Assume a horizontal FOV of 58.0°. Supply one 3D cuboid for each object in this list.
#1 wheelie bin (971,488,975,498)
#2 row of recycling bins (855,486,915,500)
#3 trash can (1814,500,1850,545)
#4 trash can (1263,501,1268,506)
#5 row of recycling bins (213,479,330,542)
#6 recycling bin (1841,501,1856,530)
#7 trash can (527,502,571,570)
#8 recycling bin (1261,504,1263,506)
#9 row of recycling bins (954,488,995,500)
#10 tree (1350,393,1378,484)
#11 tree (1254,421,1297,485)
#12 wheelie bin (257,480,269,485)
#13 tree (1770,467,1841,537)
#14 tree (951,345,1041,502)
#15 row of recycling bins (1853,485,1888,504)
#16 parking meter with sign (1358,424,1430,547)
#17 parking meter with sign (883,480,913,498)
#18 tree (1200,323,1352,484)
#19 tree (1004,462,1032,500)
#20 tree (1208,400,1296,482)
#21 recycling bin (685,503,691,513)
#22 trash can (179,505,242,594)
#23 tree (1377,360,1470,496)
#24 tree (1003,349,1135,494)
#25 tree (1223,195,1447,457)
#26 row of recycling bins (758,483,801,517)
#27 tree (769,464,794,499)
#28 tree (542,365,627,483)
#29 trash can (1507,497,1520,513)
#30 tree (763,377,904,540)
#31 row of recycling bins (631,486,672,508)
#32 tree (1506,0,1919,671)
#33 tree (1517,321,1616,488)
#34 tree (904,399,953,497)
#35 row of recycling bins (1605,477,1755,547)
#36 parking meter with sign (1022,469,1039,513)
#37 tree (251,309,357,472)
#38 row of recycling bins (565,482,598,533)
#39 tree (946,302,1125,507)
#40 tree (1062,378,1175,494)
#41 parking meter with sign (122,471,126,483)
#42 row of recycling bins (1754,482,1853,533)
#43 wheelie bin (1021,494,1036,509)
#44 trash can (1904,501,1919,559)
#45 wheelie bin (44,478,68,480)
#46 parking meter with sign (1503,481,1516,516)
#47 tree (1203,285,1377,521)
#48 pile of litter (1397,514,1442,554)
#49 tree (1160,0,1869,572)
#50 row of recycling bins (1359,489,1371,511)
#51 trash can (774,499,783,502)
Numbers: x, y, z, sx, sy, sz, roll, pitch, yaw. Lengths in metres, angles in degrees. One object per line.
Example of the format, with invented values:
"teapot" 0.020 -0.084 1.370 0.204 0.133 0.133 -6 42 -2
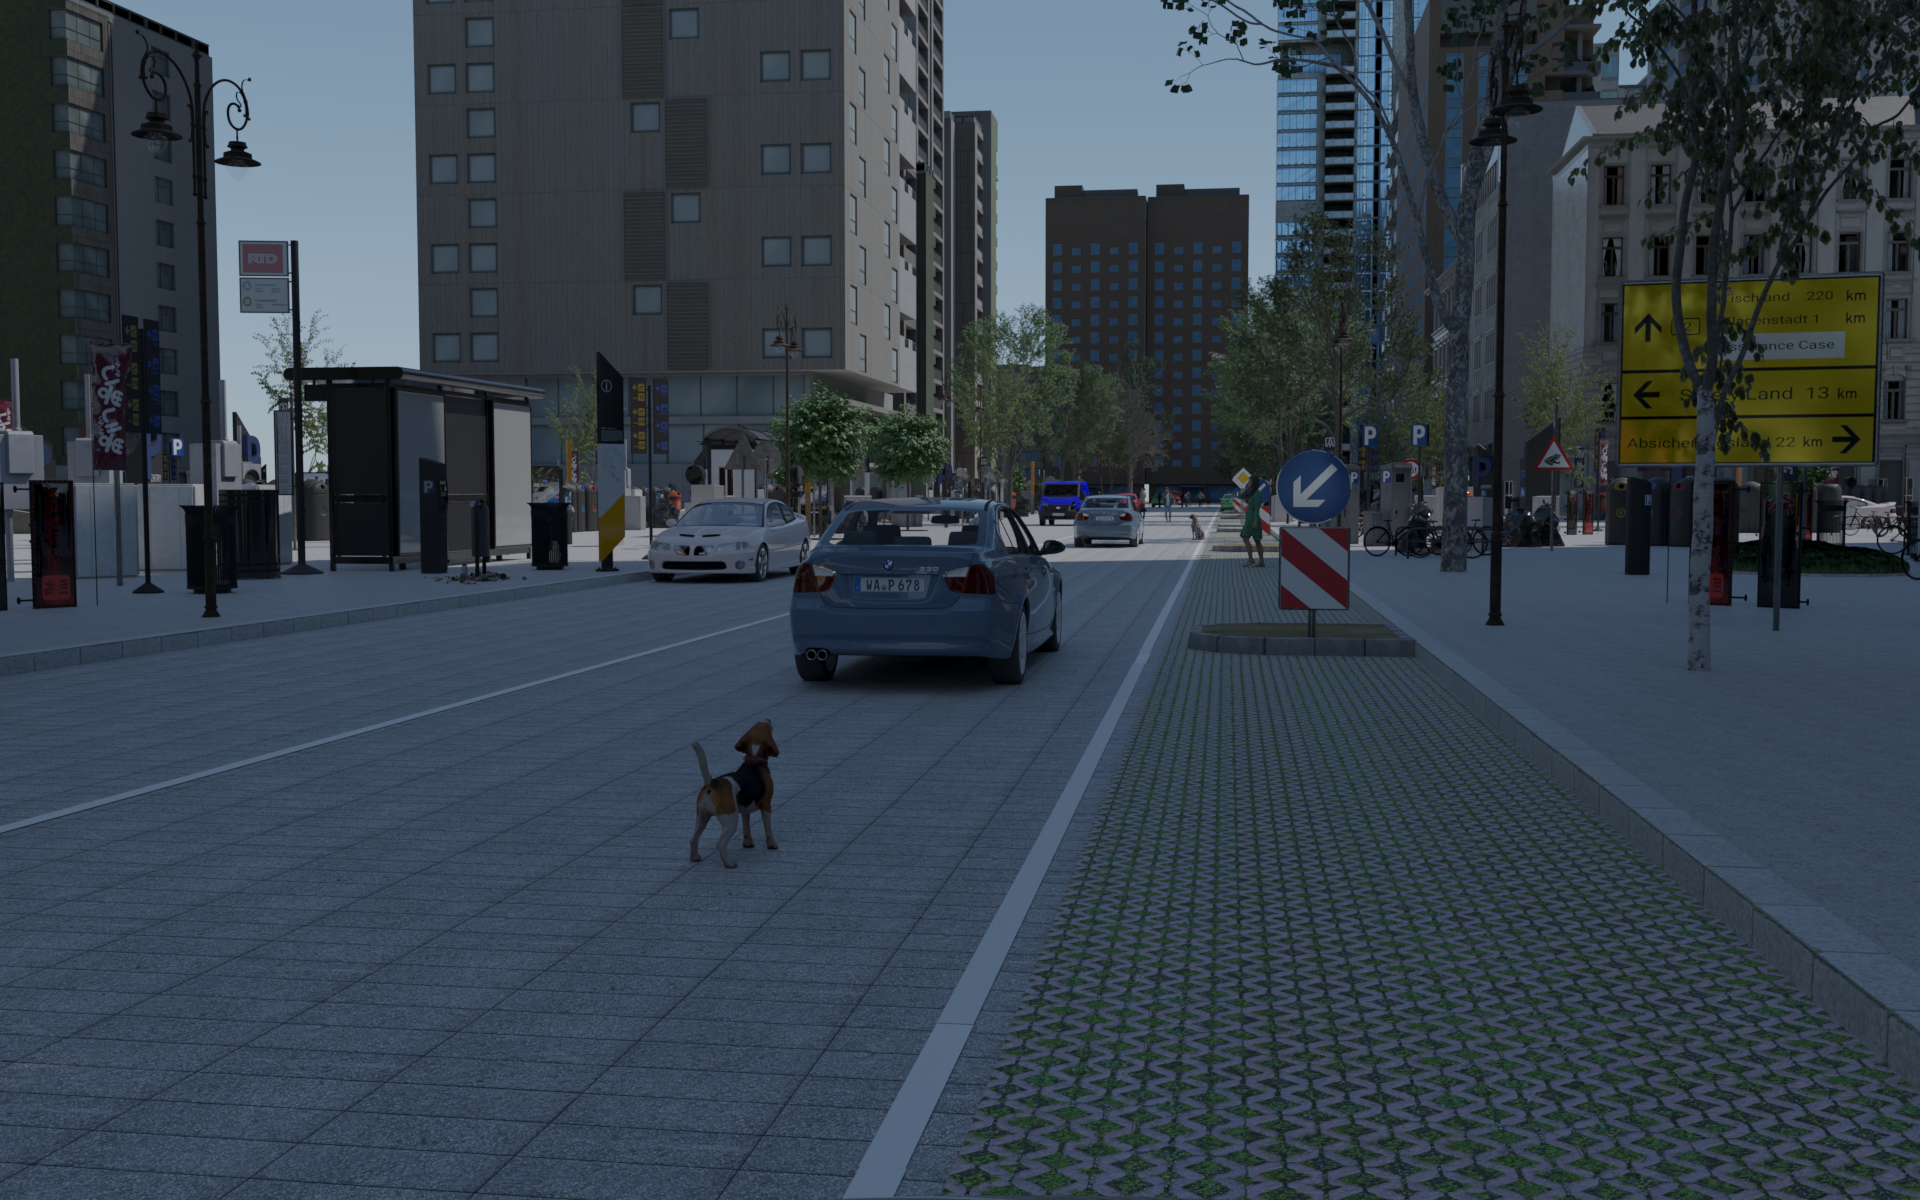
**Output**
"wheelie bin" 0.331 -5.088 91.096 0.980 1.594 0.693 -3 4 -38
"row of recycling bins" -4.010 -5.192 92.006 3.534 1.692 1.069 2 4 25
"trash can" 20.041 -1.724 39.841 0.748 1.137 0.748 0 3 0
"trash can" 19.070 -5.846 107.235 0.748 1.137 0.748 0 3 0
"row of recycling bins" -18.780 -2.415 46.592 3.534 1.692 1.069 -3 5 -42
"recycling bin" 31.592 -3.031 62.112 0.722 1.027 0.722 -2 4 -26
"trash can" -6.955 -1.082 29.350 0.748 1.137 0.748 0 3 0
"recycling bin" 22.023 -6.959 126.336 0.722 1.027 0.722 2 4 32
"row of recycling bins" 0.800 -7.218 125.128 3.534 1.692 1.069 0 4 6
"tree" 29.748 -10.440 121.052 4.737 8.622 4.395 0 3 0
"tree" 23.274 -10.940 129.230 4.737 8.622 4.395 0 3 0
"wheelie bin" -15.538 -1.877 38.596 0.693 1.594 0.980 -3 4 -36
"tree" 22.189 -3.124 45.677 1.663 3.219 1.824 0 3 0
"tree" 1.810 -8.219 84.735 4.737 8.622 4.395 0 3 0
"row of recycling bins" 41.250 -4.395 78.977 3.534 1.692 1.069 -3 4 -38
"parking meter with sign" 10.723 -2.840 42.690 1.738 3.016 0.543 -2 4 -31
"parking meter with sign" -2.948 -5.019 78.325 1.738 3.016 0.543 1 4 13
"tree" 20.931 -12.656 113.573 9.857 13.997 8.962 0 3 0
"tree" 3.435 -6.547 101.637 1.663 3.219 1.824 0 3 0
"tree" 29.188 -15.315 167.412 9.611 12.733 9.660 0 3 0
"recycling bin" -7.496 -2.298 50.133 0.722 1.027 0.722 -3 4 -36
"trash can" -9.690 -0.658 22.417 0.748 1.137 0.748 0 3 0
"tree" 24.923 -8.733 93.150 4.737 8.622 4.395 0 3 0
"tree" 6.434 -10.898 112.596 8.767 10.594 7.601 2 4 24
"tree" 11.749 -7.343 54.473 7.601 10.594 8.767 1 4 19
"row of recycling bins" -7.037 -3.570 65.489 3.534 1.692 1.069 2 4 30
"tree" -9.794 -6.515 101.128 1.663 3.219 1.824 0 3 0
"tree" -20.723 -8.915 96.126 4.737 8.622 4.395 0 3 0
"trash can" 27.830 -4.605 86.947 0.748 1.137 0.748 0 3 0
"tree" -3.841 -3.974 48.689 4.285 4.588 4.351 0 3 0
"row of recycling bins" -16.620 -5.209 92.273 1.069 1.692 3.534 2 4 28
"tree" 5.619 -3.790 12.326 4.360 8.622 3.978 0 3 0
"tree" 25.221 -7.493 72.865 4.737 8.622 4.395 0 3 0
"tree" -1.892 -4.670 60.063 4.285 4.588 4.351 0 3 0
"row of recycling bins" 17.453 -2.165 42.504 1.069 1.692 3.534 -2 4 -34
"parking meter with sign" 4.629 -7.590 120.355 1.738 3.016 0.543 0 4 7
"tree" -25.637 -7.203 68.131 4.737 8.622 4.395 0 3 0
"row of recycling bins" -12.990 -3.175 59.020 1.069 1.692 3.534 1 4 11
"tree" 2.822 -10.229 93.006 9.928 11.665 9.643 0 3 0
"tree" 15.839 -16.495 180.060 12.009 13.543 11.850 0 3 0
"parking meter with sign" -47.134 -6.107 96.105 1.738 3.016 0.543 0 4 4
"row of recycling bins" 27.468 -3.071 57.320 3.534 1.692 1.069 0 4 -7
"wheelie bin" 5.134 -7.620 132.494 0.980 1.594 0.693 -1 4 -17
"trash can" 19.170 -1.394 34.438 0.748 1.137 0.748 0 3 0
"wheelie bin" -17.643 -1.582 33.767 0.980 1.594 0.693 -2 4 -25
"parking meter with sign" 31.438 -6.286 99.033 1.738 3.016 0.543 1 4 22
"tree" 17.889 -10.140 91.547 9.928 11.665 9.643 0 3 0
"pile of litter" 10.195 -1.451 37.688 1.719 0.858 1.176 -2 4 -30
"tree" 8.332 -10.621 29.535 12.611 20.169 13.585 0 3 0
"row of recycling bins" 30.977 -7.820 134.966 3.534 1.692 1.069 -3 5 -42
"trash can" -5.091 -2.120 46.320 0.748 1.137 0.748 0 3 0
